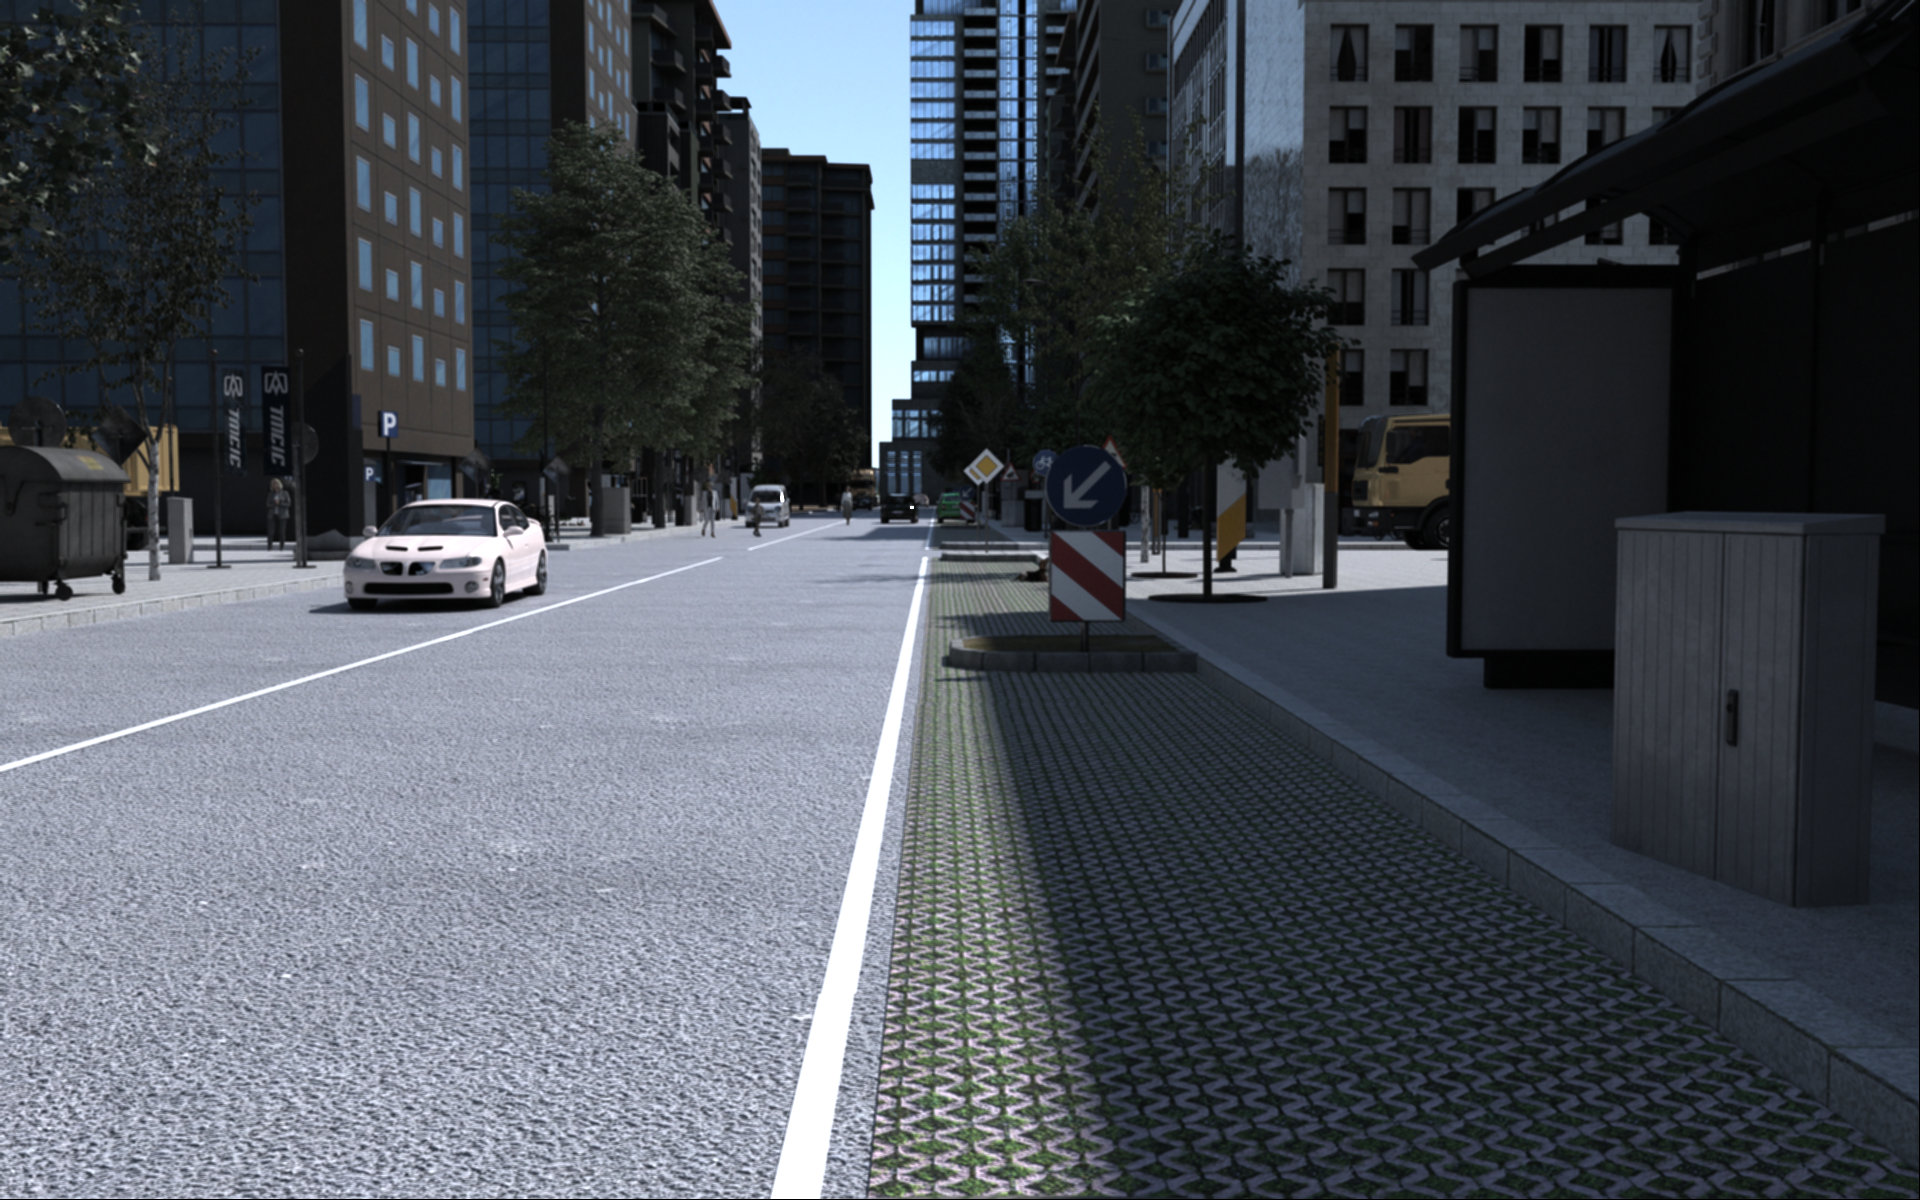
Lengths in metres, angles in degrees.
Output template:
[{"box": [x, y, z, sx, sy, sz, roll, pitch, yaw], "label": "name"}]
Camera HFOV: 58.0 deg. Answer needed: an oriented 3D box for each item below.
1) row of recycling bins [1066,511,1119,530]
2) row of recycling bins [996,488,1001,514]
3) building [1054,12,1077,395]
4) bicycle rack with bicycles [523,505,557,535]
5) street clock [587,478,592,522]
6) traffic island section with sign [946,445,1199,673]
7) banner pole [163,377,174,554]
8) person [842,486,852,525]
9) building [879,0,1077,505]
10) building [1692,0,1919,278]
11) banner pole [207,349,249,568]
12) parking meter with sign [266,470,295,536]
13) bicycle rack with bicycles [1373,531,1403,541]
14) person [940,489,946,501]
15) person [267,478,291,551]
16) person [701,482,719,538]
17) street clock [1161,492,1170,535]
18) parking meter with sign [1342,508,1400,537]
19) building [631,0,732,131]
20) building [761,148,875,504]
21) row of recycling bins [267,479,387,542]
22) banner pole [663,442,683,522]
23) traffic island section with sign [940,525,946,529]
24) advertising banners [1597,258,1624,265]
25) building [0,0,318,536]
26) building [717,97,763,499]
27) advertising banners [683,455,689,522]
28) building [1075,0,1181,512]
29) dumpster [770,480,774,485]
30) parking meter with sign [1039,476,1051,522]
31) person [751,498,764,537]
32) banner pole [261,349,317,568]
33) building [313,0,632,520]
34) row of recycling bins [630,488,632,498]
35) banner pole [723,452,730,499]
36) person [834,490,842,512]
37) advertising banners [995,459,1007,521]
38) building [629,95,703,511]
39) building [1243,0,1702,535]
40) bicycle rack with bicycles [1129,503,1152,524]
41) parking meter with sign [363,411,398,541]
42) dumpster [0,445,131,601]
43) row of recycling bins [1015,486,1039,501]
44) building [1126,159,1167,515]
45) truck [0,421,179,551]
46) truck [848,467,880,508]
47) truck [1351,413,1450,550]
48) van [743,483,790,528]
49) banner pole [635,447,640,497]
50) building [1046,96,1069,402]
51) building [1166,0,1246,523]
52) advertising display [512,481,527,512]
[{"box": [3.574, -2.439, 46.992, 1.069, 1.692, 3.534, 1, 4, 17], "label": "row of recycling bins"}, {"box": [2.922, -6.427, 112.195, 1.069, 1.692, 3.534, 2, 4, 28], "label": "row of recycling bins"}, {"box": [20.045, -30.801, 158.214, 22.147, 44.769, 28.867, 0, 4, -1], "label": "building"}, {"box": [-13.568, -2.465, 53.680, 2.852, 0.926, 2.925, 2, 4, 29], "label": "bicycle rack with bicycles"}, {"box": [-16.644, -4.515, 78.395, 0.358, 2.002, 0.471, -3, 5, -42], "label": "street clock"}, {"box": [0.902, -0.374, 14.747, 1.989, 1.847, 2.006, 0, 4, -1], "label": "traffic island section with sign"}, {"box": [-16.810, -2.869, 36.921, 0.401, 3.779, 0.863, -2, 4, -25], "label": "banner pole"}, {"box": [-5.194, -4.353, 79.903, 0.478, 1.798, 0.641, 1, 4, 9], "label": "person"}, {"box": [5.411, -55.595, 221.655, 31.000, 86.520, 22.319, 0, 4, -1], "label": "building"}, {"box": [17.082, -11.632, 19.055, 11.050, 23.489, 19.941, 0, 4, -1], "label": "building"}, {"box": [-12.810, -2.464, 30.296, 0.401, 3.779, 0.863, 2, 4, 29], "label": "banner pole"}, {"box": [-20.089, -3.376, 51.458, 1.738, 3.016, 0.543, 3, 5, 43], "label": "parking meter with sign"}, {"box": [12.707, -2.117, 47.996, 2.925, 0.926, 2.852, -1, 4, -21], "label": "bicycle rack with bicycles"}, {"box": [-1.041, -6.436, 113.949, 0.478, 1.798, 0.641, 2, 4, 32], "label": "person"}, {"box": [-16.158, -1.980, 41.055, 0.537, 1.800, 0.526, 0, 4, -5], "label": "person"}, {"box": [-8.292, -2.991, 57.283, 0.514, 1.842, 0.818, -2, 4, -30], "label": "person"}, {"box": [6.423, -3.044, 54.342, 0.358, 2.002, 0.471, 0, 4, -7], "label": "street clock"}, {"box": [12.454, -3.431, 52.353, 1.738, 3.016, 0.543, 0, 4, 7], "label": "parking meter with sign"}, {"box": [-31.553, -30.275, 149.625, 22.147, 44.769, 28.867, 0, 4, -1], "label": "building"}, {"box": [-25.569, -34.702, 222.005, 28.867, 44.769, 22.147, 0, 4, -1], "label": "building"}, {"box": [-17.433, -2.482, 47.691, 1.069, 1.692, 3.534, 2, 4, 34], "label": "row of recycling bins"}, {"box": [-13.529, -5.649, 82.371, 0.863, 3.779, 0.401, 2, 4, 28], "label": "banner pole"}, {"box": [0.177, -3.820, 71.078, 1.989, 1.847, 2.006, 0, 4, -1], "label": "traffic island section with sign"}, {"box": [4.383, -0.999, 12.515, 0.090, 3.025, 2.074, 3, 5, 41], "label": "advertising banners"}, {"box": [-25.638, -24.996, 58.792, 14.600, 45.320, 14.200, 0, 4, -1], "label": "building"}, {"box": [-27.961, -30.399, 180.625, 14.086, 41.232, 14.154, 0, 4, -1], "label": "building"}, {"box": [-12.575, -5.055, 78.830, 0.090, 3.025, 2.074, -1, 4, -21], "label": "advertising banners"}, {"box": [20.326, -31.119, 132.497, 21.300, 48.544, 21.600, 0, 4, -1], "label": "building"}, {"box": [-13.465, -7.179, 119.867, 1.502, 2.255, 1.985, 0, 4, -1], "label": "dumpster"}, {"box": [4.027, -5.107, 79.766, 0.543, 3.016, 1.738, -1, 4, -21], "label": "parking meter with sign"}, {"box": [-6.812, -2.792, 58.427, 0.475, 1.303, 0.640, -3, 4, -38], "label": "person"}, {"box": [-11.603, -2.439, 29.897, 0.863, 3.779, 0.401, -2, 4, -28], "label": "banner pole"}, {"box": [-26.953, -27.476, 99.342, 14.600, 45.320, 14.200, 0, 4, -1], "label": "building"}, {"box": [-22.511, -6.438, 112.375, 3.534, 1.692, 1.069, -3, 4, -37], "label": "row of recycling bins"}, {"box": [-14.075, -6.996, 104.407, 0.401, 3.779, 0.863, 2, 4, 35], "label": "banner pole"}, {"box": [-9.872, -8.100, 141.640, 1.217, 1.736, 0.721, 3, 5, 41], "label": "person"}, {"box": [2.020, -5.406, 84.575, 0.090, 3.025, 2.074, 1, 4, 16], "label": "advertising banners"}, {"box": [-27.092, -21.780, 127.809, 14.160, 30.474, 14.107, 0, 4, -1], "label": "building"}, {"box": [18.934, -12.484, 58.860, 16.860, 20.320, 10.420, 0, 4, -1], "label": "building"}, {"box": [6.601, -3.698, 73.844, 2.852, 0.926, 2.925, -2, 4, -34], "label": "bicycle rack with bicycles"}, {"box": [-12.816, -2.481, 36.817, 1.738, 3.016, 0.543, 1, 4, 20], "label": "parking meter with sign"}, {"box": [-11.288, -0.960, 21.453, 1.264, 1.857, 1.865, 0, 4, -1], "label": "dumpster"}, {"box": [4.476, -4.845, 86.325, 3.534, 1.692, 1.069, 0, 4, -7], "label": "row of recycling bins"}, {"box": [17.374, -17.401, 103.592, 14.460, 24.649, 34.723, 0, 4, -1], "label": "building"}, {"box": [-24.002, -2.770, 41.217, 9.791, 3.379, 3.469, 0, 4, -1], "label": "truck"}, {"box": [-10.108, -11.946, 184.226, 2.839, 4.237, 11.283, 0, 4, 1], "label": "truck"}, {"box": [13.747, -2.831, 42.214, 9.791, 3.379, 3.469, 0, 3, 0], "label": "truck"}, {"box": [-8.340, -4.165, 75.108, 2.013, 2.044, 4.112, 0, 4, -1], "label": "van"}, {"box": [-15.085, -5.566, 81.022, 0.401, 3.779, 0.863, -2, 4, -29], "label": "banner pole"}, {"box": [16.004, -30.464, 181.687, 14.154, 41.232, 14.086, 0, 4, -1], "label": "building"}, {"box": [16.402, -15.797, 76.297, 12.078, 24.808, 19.932, 0, 4, -1], "label": "building"}, {"box": [-22.070, -4.989, 86.791, 0.974, 1.923, 0.123, 3, 4, 38], "label": "advertising display"}]
